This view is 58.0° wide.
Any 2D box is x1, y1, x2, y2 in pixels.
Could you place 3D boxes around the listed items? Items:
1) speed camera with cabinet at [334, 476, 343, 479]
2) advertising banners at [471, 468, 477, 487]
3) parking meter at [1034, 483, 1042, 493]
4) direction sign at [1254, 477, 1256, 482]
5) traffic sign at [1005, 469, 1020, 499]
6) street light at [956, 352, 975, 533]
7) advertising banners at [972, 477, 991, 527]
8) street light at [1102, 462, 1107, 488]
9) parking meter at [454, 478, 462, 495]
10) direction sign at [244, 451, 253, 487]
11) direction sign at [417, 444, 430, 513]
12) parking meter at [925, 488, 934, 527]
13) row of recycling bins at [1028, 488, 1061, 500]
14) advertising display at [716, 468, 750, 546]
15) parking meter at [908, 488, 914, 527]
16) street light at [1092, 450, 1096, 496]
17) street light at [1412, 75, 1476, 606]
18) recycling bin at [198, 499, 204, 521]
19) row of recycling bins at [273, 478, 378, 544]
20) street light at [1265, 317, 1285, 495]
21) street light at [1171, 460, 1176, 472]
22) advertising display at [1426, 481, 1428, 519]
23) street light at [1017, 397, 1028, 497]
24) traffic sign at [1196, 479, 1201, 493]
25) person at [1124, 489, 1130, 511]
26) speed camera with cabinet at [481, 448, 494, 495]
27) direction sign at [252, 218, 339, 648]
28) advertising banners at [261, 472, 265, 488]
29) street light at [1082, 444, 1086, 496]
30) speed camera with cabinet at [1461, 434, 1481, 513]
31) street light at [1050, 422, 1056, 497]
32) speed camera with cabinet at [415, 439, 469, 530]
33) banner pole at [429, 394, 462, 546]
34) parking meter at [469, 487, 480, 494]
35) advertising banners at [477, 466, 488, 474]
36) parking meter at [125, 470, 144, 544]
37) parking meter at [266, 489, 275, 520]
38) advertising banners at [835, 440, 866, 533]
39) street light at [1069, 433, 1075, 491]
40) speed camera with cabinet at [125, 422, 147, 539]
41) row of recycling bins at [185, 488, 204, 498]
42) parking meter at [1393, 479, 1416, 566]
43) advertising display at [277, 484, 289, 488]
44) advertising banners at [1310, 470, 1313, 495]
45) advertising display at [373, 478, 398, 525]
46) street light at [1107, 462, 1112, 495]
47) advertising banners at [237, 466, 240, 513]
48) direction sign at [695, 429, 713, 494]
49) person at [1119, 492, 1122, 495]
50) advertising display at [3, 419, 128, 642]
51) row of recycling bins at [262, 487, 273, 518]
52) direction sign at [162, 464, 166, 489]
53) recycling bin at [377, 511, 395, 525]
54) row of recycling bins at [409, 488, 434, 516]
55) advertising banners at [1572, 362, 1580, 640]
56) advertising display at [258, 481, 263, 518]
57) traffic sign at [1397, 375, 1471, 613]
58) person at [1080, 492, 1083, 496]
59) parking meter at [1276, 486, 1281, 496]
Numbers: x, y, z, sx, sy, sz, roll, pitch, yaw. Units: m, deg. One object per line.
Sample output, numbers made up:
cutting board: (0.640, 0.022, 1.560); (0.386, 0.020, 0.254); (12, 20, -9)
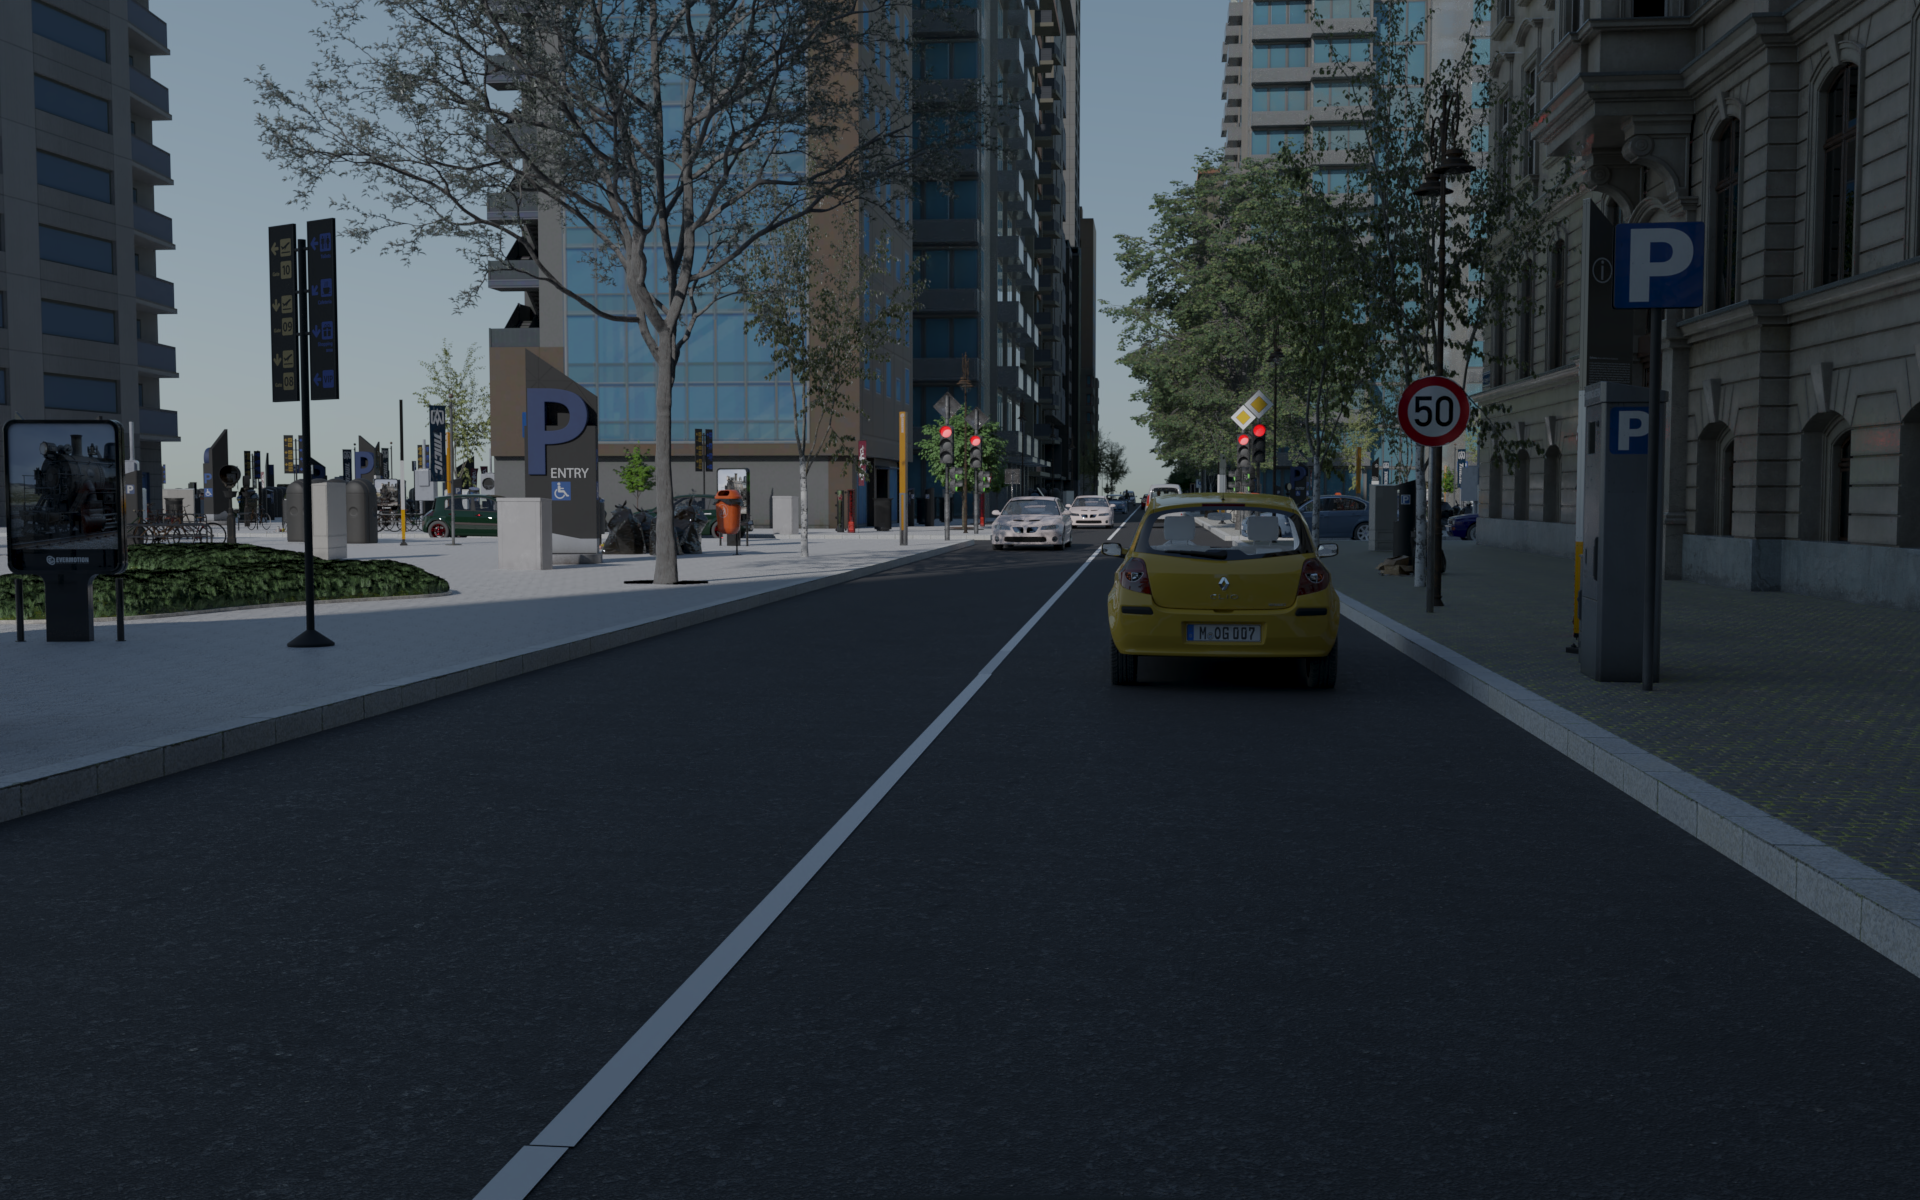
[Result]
speed camera with cabinet: (-30.627, -5.671, 87.063); (0.660, 3.252, 2.038); (1, 4, 13)
advertising banners: (-33.372, -7.346, 116.294); (2.074, 3.025, 0.090); (-1, 4, -12)
parking meter: (4.162, -5.336, 92.951); (0.399, 1.863, 0.255); (2, 4, 28)
direction sign: (19.858, -7.740, 118.552); (0.876, 3.537, 0.379); (3, 5, 41)
traffic sign: (2.113, -4.164, 70.219); (0.606, 2.300, 0.079); (1, 4, 10)
street light: (0.185, -5.122, 56.533); (0.468, 5.910, 1.993); (0, 4, 6)
advertising banners: (0.877, -4.401, 68.145); (0.090, 3.025, 2.074); (-1, 4, -20)
street light: (17.627, -14.795, 214.677); (0.468, 5.910, 1.993); (0, 4, 6)
parking meter: (-17.992, -3.432, 61.830); (0.399, 1.863, 0.255); (-3, 5, -42)
direction sign: (-36.955, -6.026, 90.520); (0.379, 3.537, 0.876); (3, 5, 43)
direction sign: (-24.552, -5.342, 79.331); (0.876, 3.537, 0.379); (3, 4, 38)
parking meter: (-1.206, -3.672, 68.450); (0.372, 1.533, 0.369); (0, 3, 0)
row of recycling bins: (5.251, -6.862, 119.307); (3.534, 1.692, 1.069); (1, 4, 19)
advertising display: (-5.586, -2.293, 42.706); (0.974, 1.923, 0.123); (2, 4, 32)
parking meter: (-1.994, -3.681, 68.598); (0.372, 1.533, 0.369); (0, 3, 0)
street light: (14.217, -12.883, 183.416); (0.468, 5.910, 1.993); (0, 4, 6)
street light: (5.467, -2.870, 19.708); (0.468, 5.910, 1.993); (0, 4, 6)
recycling bin: (-35.125, -4.189, 81.047); (0.722, 1.027, 0.722); (1, 4, 16)
row of recycling bins: (-16.633, -2.364, 45.762); (3.534, 1.692, 1.069); (3, 4, 39)
street light: (8.260, -4.442, 45.412); (0.468, 5.910, 1.993); (0, 4, 6)
street light: (29.255, -16.052, 235.235); (0.468, 5.910, 1.993); (0, 4, 6)
advertising display: (23.797, -5.035, 87.528); (0.974, 1.923, 0.123); (3, 5, 44)
street light: (2.975, -6.694, 82.237); (0.468, 5.910, 1.993); (0, 4, 6)
traffic sign: (16.456, -7.121, 118.552); (0.606, 2.300, 0.079); (0, 4, 7)
person: (13.838, -8.285, 143.982); (0.705, 1.821, 1.348); (2, 4, 35)
speed camera with cabinet: (-20.986, -4.920, 74.782); (2.038, 3.252, 0.660); (0, 4, -1)
direction sign: (-5.484, -1.378, 14.526); (0.876, 3.537, 0.379); (2, 4, 34)
advertising banners: (-53.720, -8.454, 134.415); (2.074, 3.025, 0.090); (3, 5, 42)
street light: (11.281, -11.311, 157.728); (0.468, 5.910, 1.993); (0, 4, 6)
speed camera with cabinet: (17.005, -3.807, 56.587); (0.660, 3.252, 2.038); (3, 4, 37)
street light: (5.823, -8.308, 108.629); (0.468, 5.910, 1.993); (0, 4, 6)
speed camera with cabinet: (-18.662, -4.188, 62.818); (2.038, 3.252, 0.660); (0, 3, 0)
banner pole: (-12.833, -3.245, 43.079); (0.401, 3.779, 0.863); (3, 5, 40)
parking meter: (-17.062, -3.209, 60.877); (0.372, 1.533, 0.369); (0, 3, 0)
advertising banners: (-28.832, -6.815, 107.617); (2.074, 3.025, 0.090); (1, 4, 9)
parking meter: (-20.371, -2.261, 42.673); (0.399, 1.863, 0.255); (0, 4, 8)
parking meter: (-33.836, -4.683, 84.975); (0.372, 1.533, 0.369); (0, 3, 0)
advertising banners: (-3.593, -3.722, 57.048); (0.090, 3.025, 2.074); (-2, 4, -32)
street light: (8.563, -9.739, 132.017); (0.468, 5.910, 1.993); (0, 4, 6)
speed camera with cabinet: (-23.064, -3.288, 48.093); (0.660, 3.252, 2.038); (-1, 4, -18)
row of recycling bins: (-54.399, -7.126, 123.625); (1.069, 1.692, 3.534); (0, 4, 4)
parking meter: (7.685, -1.317, 29.952); (0.372, 1.533, 0.369); (0, 3, 0)
advertising display: (-42.716, -6.386, 109.622); (0.974, 1.923, 0.123); (0, 4, -4)
advertising banners: (25.295, -7.808, 123.848); (0.090, 3.025, 2.074); (0, 4, -3)
advertising display: (-23.732, -4.061, 71.603); (0.974, 1.923, 0.123); (-2, 4, -28)
street light: (20.481, -16.366, 240.374); (0.468, 5.910, 1.993); (0, 4, 6)
advertising banners: (-45.038, -6.855, 108.264); (0.090, 3.025, 2.074); (-1, 4, -15)
direction sign: (-8.905, -4.176, 60.281); (0.379, 3.537, 0.876); (2, 4, 34)
person: (22.561, -14.256, 242.298); (0.721, 1.736, 1.217); (3, 4, 39)
advertising display: (-7.748, -0.600, 15.027); (0.974, 1.923, 0.123); (0, 4, -3)
row of recycling bins: (-37.984, -5.456, 96.311); (1.069, 1.692, 3.534); (0, 4, -6)
direction sign: (-60.628, -8.548, 131.760); (0.876, 3.537, 0.379); (3, 4, 38)
recycling bin: (-24.214, -3.691, 72.903); (0.722, 1.027, 0.722); (-2, 4, -30)
row of recycling bins: (-31.419, -5.750, 101.128); (1.069, 1.692, 3.534); (-2, 4, -31)
advertising banners: (5.596, -1.189, 15.623); (0.090, 3.025, 2.074); (1, 4, 20)
advertising display: (-34.996, -4.982, 86.674); (0.123, 1.923, 0.974); (-1, 4, -19)
traffic sign: (5.092, -1.136, 18.687); (0.768, 2.556, 0.104); (1, 4, 9)
person: (14.456, -12.211, 208.878); (1.217, 1.736, 0.721); (0, 4, 7)
parking meter: (21.403, -6.781, 116.579); (0.399, 1.863, 0.255); (-1, 4, -13)
